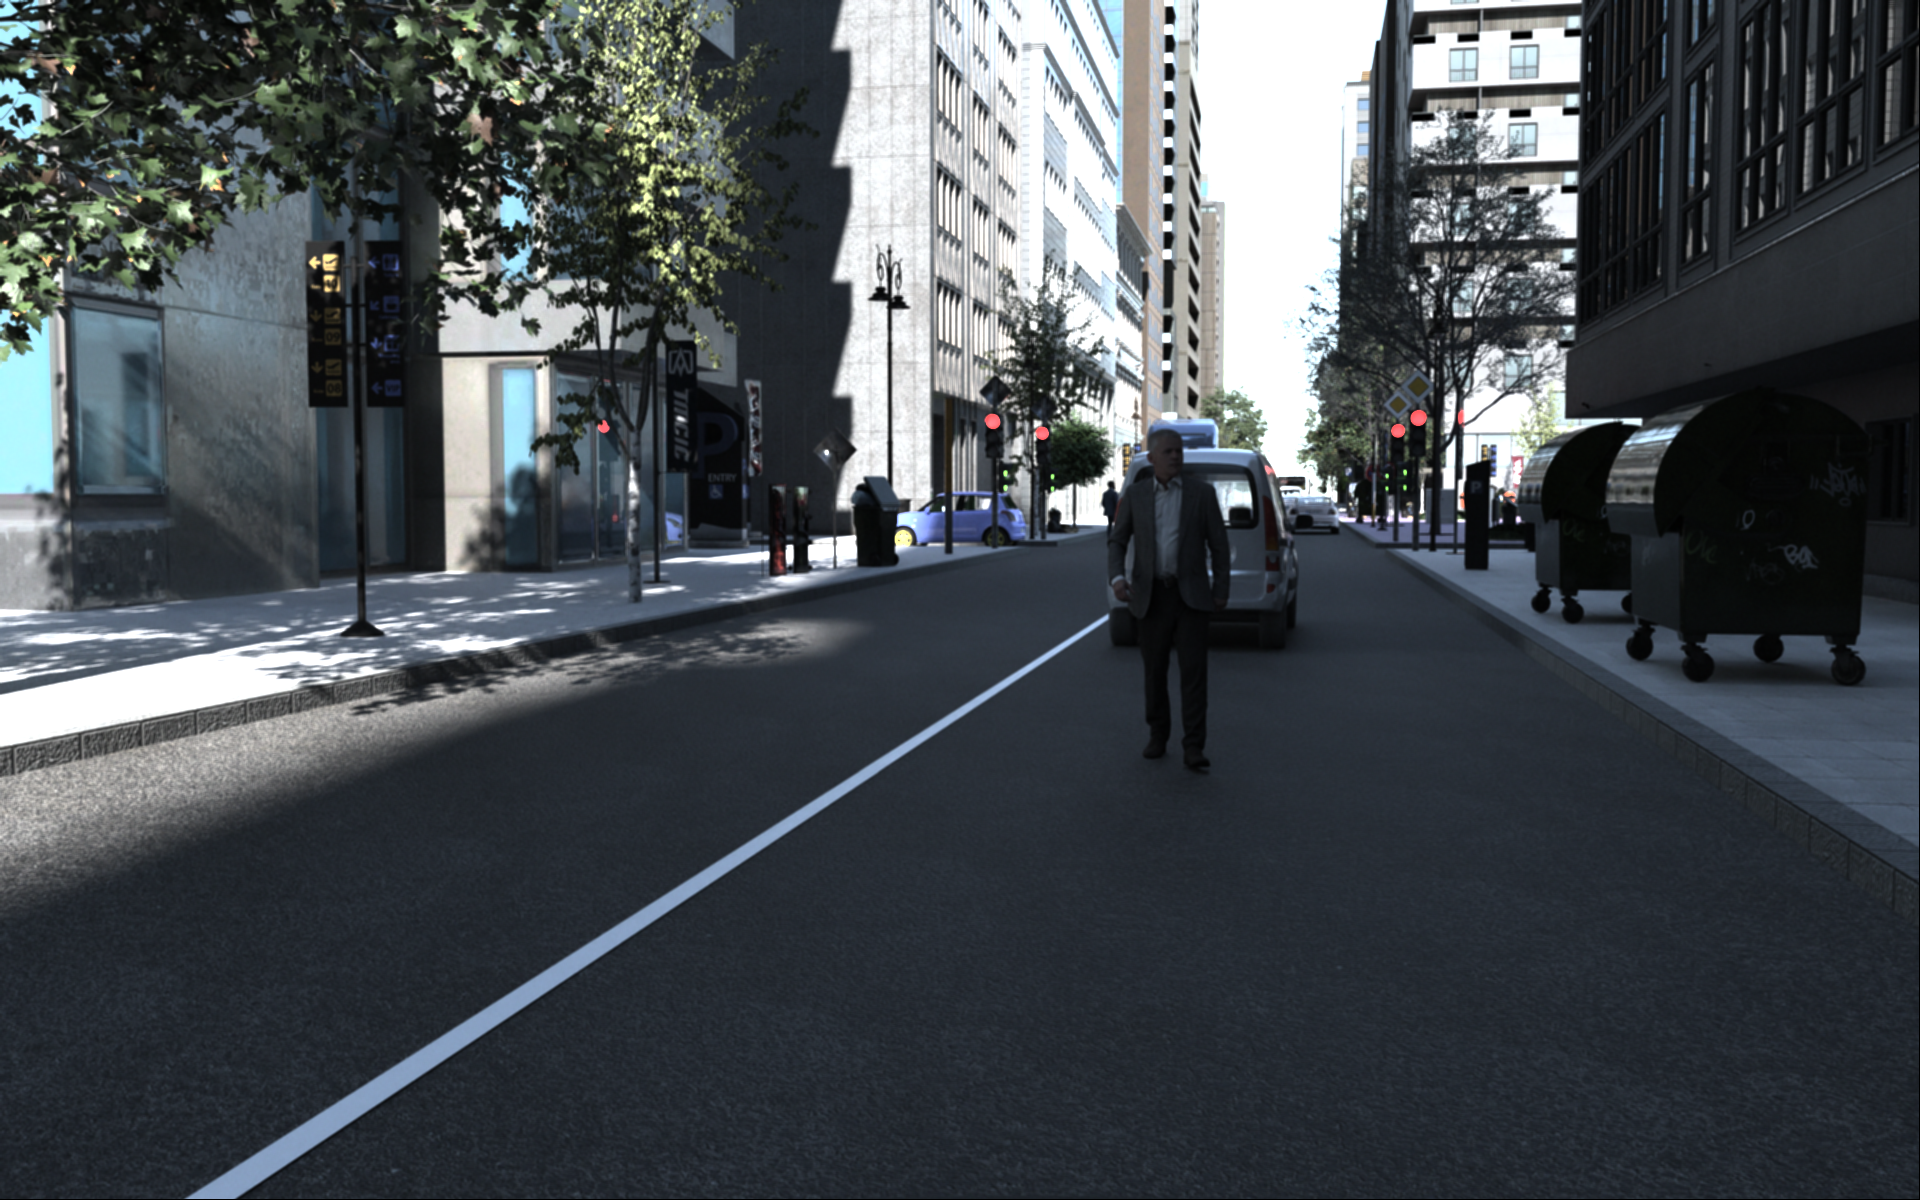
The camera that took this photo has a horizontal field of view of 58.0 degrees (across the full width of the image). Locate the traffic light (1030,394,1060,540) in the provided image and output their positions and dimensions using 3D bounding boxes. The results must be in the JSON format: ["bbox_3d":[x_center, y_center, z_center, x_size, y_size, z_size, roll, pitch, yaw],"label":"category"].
[{"bbox_3d":[2.370,-3.656,48.691,0.839,4.253,0.868,1,4,11],"label":"traffic light"}]

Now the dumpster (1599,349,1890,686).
[{"bbox_3d":[5.582,-0.608,12.427,1.502,2.255,1.985,1,4,11],"label":"dumpster"}]

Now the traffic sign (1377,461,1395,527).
[{"bbox_3d":[16.378,-4.061,66.510,0.768,2.556,0.104,1,4,12],"label":"traffic sign"}]

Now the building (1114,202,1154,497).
[{"bbox_3d":[5.819,-16.874,112.042,11.583,22.565,21.152,1,4,11],"label":"building"}]

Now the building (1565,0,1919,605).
[{"bbox_3d":[17.046,-13.977,22.030,14.314,27.812,24.014,1,4,11],"label":"building"}]

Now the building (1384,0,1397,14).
[{"bbox_3d":[44.309,-30.789,153.510,14.600,45.320,14.200,1,4,11],"label":"building"}]

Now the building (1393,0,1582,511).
[{"bbox_3d":[47.413,-33.163,131.451,28.713,52.752,27.495,1,4,11],"label":"building"}]

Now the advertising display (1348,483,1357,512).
[{"bbox_3d":[22.117,-5.599,96.752,0.974,1.923,0.123,-1,4,-23],"label":"advertising display"}]

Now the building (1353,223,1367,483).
[{"bbox_3d":[48.873,-25.167,183.188,14.160,30.474,14.107,1,4,11],"label":"building"}]

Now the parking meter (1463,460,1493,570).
[{"bbox_3d":[8.791,-1.454,29.491,0.399,1.863,0.255,2,4,28],"label":"parking meter"}]

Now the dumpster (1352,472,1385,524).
[{"bbox_3d":[17.987,-4.489,75.893,1.502,2.255,1.985,1,4,11],"label":"dumpster"}]

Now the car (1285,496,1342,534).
[{"bbox_3d":[12.917,-3.120,63.370,2.083,1.381,4.827,1,4,11],"label":"car"}]

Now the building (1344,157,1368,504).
[{"bbox_3d":[54.693,-32.302,211.724,14.154,41.232,14.086,1,4,11],"label":"building"}]

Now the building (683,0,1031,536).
[{"bbox_3d":[-4.894,-14.975,62.860,12.078,24.808,19.932,1,4,11],"label":"building"}]

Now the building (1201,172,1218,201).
[{"bbox_3d":[27.995,-39.093,258.773,23.786,49.044,30.456,1,4,11],"label":"building"}]

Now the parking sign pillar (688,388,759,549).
[{"bbox_3d":[-5.758,-3.225,41.198,1.447,3.967,1.447,1,4,9],"label":"parking sign pillar"}]

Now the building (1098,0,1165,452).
[{"bbox_3d":[7.945,-29.405,130.888,14.600,45.320,14.200,1,4,11],"label":"building"}]

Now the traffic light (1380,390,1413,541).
[{"bbox_3d":[11.808,-3.545,46.874,0.839,4.253,0.868,1,4,11],"label":"traffic light"}]

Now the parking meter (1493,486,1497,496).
[{"bbox_3d":[34.449,-6.492,111.861,0.399,1.863,0.255,3,4,36],"label":"parking meter"}]

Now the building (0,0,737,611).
[{"bbox_3d":[-20.294,-25.073,29.552,30.456,49.044,23.786,1,4,11],"label":"building"}]

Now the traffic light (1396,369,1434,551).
[{"bbox_3d":[10.279,-3.065,39.036,0.839,4.253,0.868,1,4,11],"label":"traffic light"}]

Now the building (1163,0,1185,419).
[{"bbox_3d":[9.172,-51.358,152.373,22.319,86.520,31.000,1,4,11],"label":"building"}]

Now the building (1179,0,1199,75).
[{"bbox_3d":[21.693,-47.741,218.816,20.563,71.187,20.611,1,4,11],"label":"building"}]

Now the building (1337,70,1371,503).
[{"bbox_3d":[64.657,-43.072,246.225,21.231,58.520,28.212,1,4,11],"label":"building"}]

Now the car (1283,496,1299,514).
[{"bbox_3d":[14.724,-3.998,77.736,2.083,1.381,4.827,1,4,12],"label":"car"}]

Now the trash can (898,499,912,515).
[{"bbox_3d":[-1.712,-2.272,48.798,0.748,1.137,0.748,0,3,0],"label":"trash can"}]

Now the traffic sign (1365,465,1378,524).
[{"bbox_3d":[17.872,-4.563,74.705,0.768,2.556,0.104,1,4,19],"label":"traffic sign"}]

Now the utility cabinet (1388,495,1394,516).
[{"bbox_3d":[24.849,-5.425,99.861,0.306,1.237,1.020,0,4,8],"label":"utility cabinet"}]

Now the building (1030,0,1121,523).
[{"bbox_3d":[0.943,-18.922,86.863,11.434,29.767,29.804,1,4,11],"label":"building"}]

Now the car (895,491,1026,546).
[{"bbox_3d":[-0.181,-2.120,44.260,3.694,1.707,1.945,1,4,12],"label":"car"}]

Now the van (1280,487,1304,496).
[{"bbox_3d":[18.890,-5.619,98.886,2.013,2.044,4.112,1,4,12],"label":"van"}]

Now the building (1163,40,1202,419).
[{"bbox_3d":[13.770,-34.071,180.757,21.300,48.544,21.600,1,4,11],"label":"building"}]

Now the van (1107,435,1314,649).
[{"bbox_3d":[2.542,-0.645,17.561,2.013,2.044,4.112,1,4,13],"label":"van"}]

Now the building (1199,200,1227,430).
[{"bbox_3d":[28.784,-33.786,235.993,14.154,41.232,14.086,1,4,11],"label":"building"}]

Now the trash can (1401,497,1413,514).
[{"bbox_3d":[25.219,-5.268,97.791,0.748,1.137,0.748,0,3,0],"label":"trash can"}]

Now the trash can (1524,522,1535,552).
[{"bbox_3d":[12.872,-1.641,38.491,0.748,1.137,0.748,0,3,0],"label":"trash can"}]

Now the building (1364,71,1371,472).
[{"bbox_3d":[46.684,-31.644,167.488,14.600,45.320,14.200,1,4,11],"label":"building"}]

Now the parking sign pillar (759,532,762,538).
[{"bbox_3d":[-6.478,-3.795,50.515,1.447,3.967,1.447,-1,4,-21],"label":"parking sign pillar"}]

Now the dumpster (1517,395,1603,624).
[{"bbox_3d":[6.614,-0.934,17.765,1.502,2.255,1.985,1,4,11],"label":"dumpster"}]

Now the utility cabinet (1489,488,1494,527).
[{"bbox_3d":[19.555,-3.404,64.335,0.318,1.500,1.173,2,4,26],"label":"utility cabinet"}]

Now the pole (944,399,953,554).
[{"bbox_3d":[-0.247,-2.649,37.150,0.158,3.312,0.155,0,3,0],"label":"pole"}]

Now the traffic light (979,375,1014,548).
[{"bbox_3d":[0.842,-3.176,40.853,0.839,4.253,0.868,1,4,11],"label":"traffic light"}]

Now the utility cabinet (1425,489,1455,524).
[{"bbox_3d":[20.458,-3.984,73.821,1.173,1.500,0.318,1,4,11],"label":"utility cabinet"}]

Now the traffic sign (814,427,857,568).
[{"bbox_3d":[-2.155,-1.751,29.819,0.795,2.450,0.064,1,4,18],"label":"traffic sign"}]
